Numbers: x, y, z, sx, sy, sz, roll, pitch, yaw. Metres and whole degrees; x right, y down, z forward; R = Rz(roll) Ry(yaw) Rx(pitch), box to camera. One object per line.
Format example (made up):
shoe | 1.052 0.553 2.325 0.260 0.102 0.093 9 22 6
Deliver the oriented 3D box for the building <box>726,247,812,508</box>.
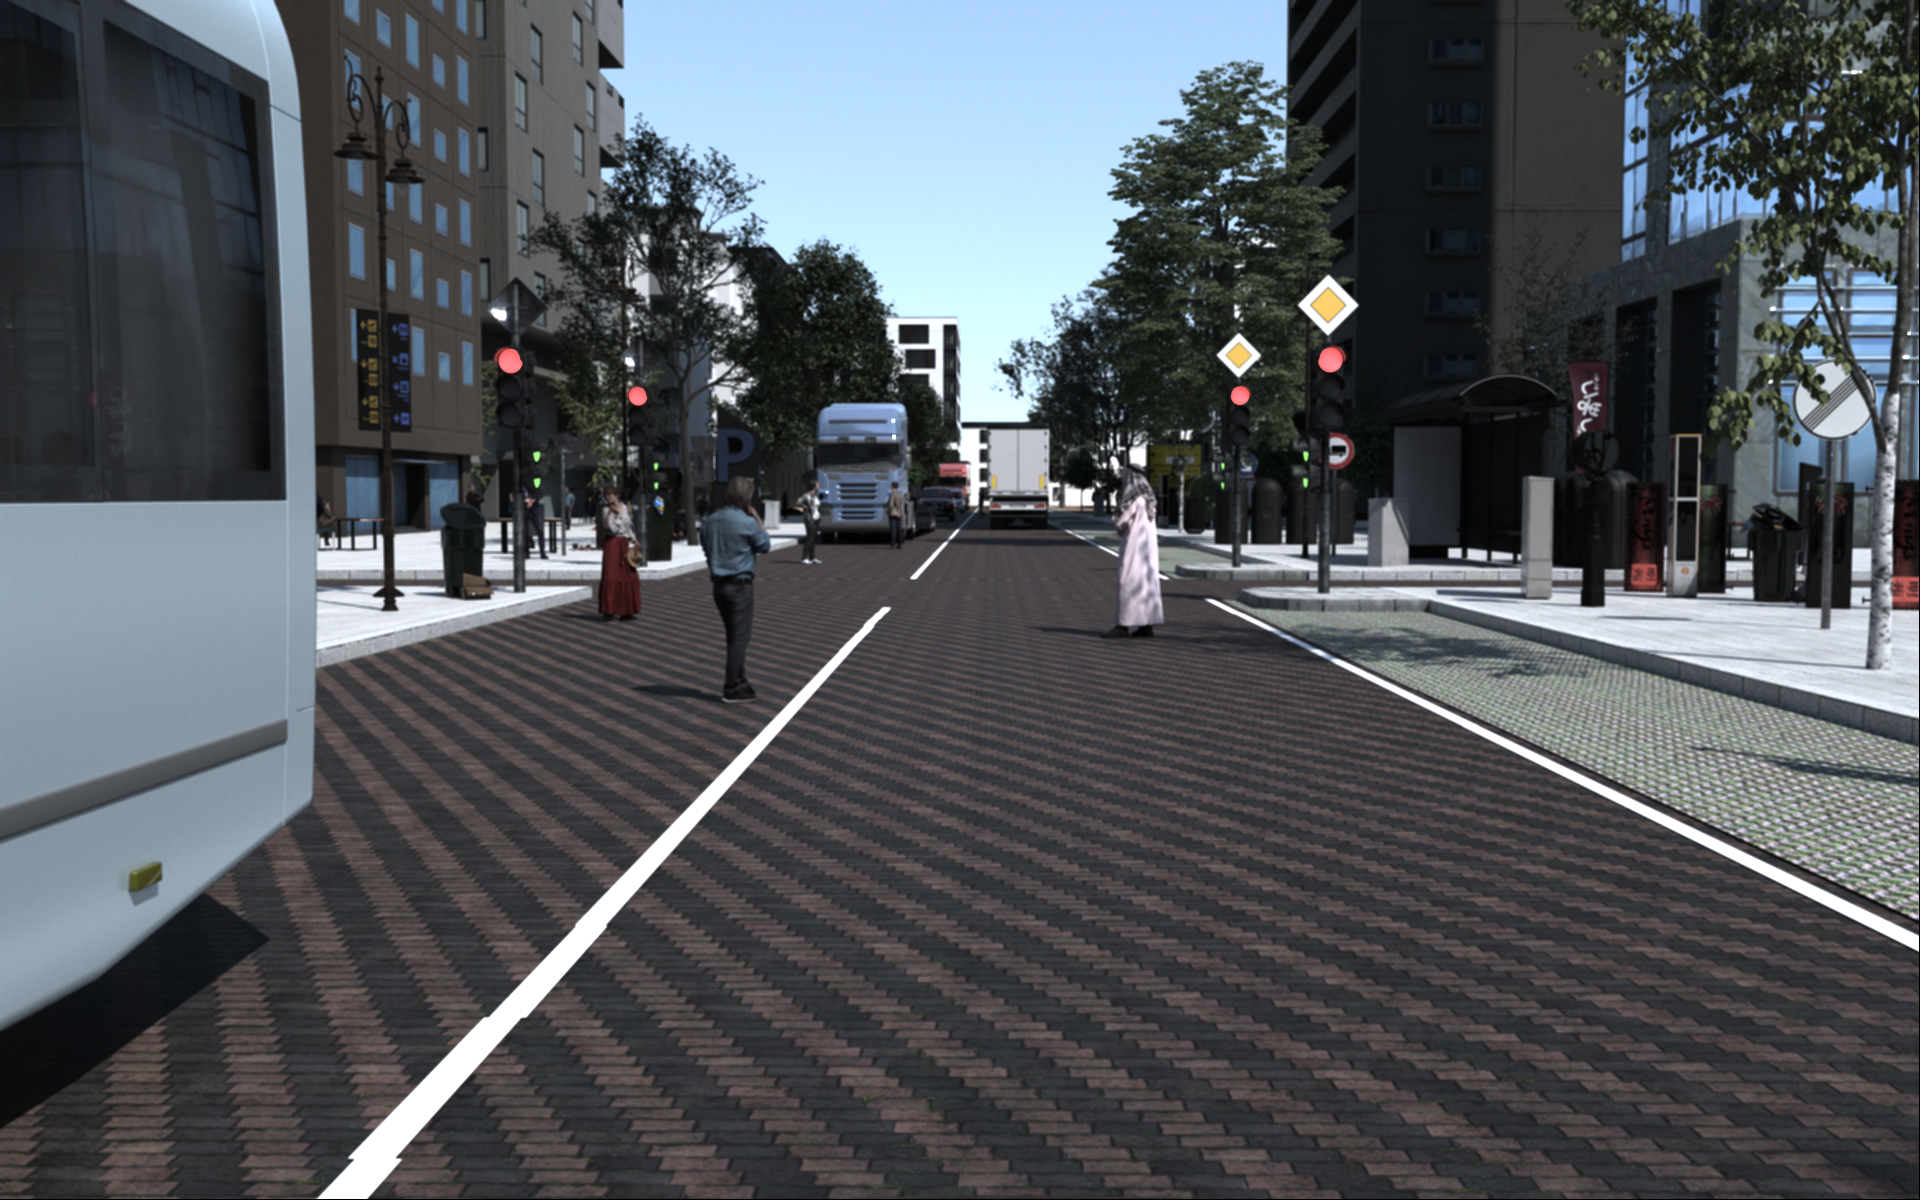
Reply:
building | -31.491 -19.179 157.559 32.646 21.610 27.936 0 4 1

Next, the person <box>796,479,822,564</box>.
person | -3.071 -1.617 35.654 0.376 1.734 0.841 1 4 23

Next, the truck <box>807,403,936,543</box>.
truck | -2.507 -4.125 57.205 2.967 4.110 18.799 0 4 2

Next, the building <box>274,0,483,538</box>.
building | -24.708 -24.828 56.050 14.600 45.320 14.200 0 4 1

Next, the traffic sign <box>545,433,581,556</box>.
traffic sign | -8.240 -2.193 35.954 0.768 2.556 0.104 0 4 6

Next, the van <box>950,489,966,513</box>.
van | -0.505 -7.560 130.619 2.013 2.044 4.112 0 4 3

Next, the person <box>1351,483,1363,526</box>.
person | 15.532 -3.786 68.666 0.841 1.734 0.376 2 4 34

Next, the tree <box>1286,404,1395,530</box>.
tree | 14.940 -4.815 62.444 4.285 4.588 4.351 0 3 0

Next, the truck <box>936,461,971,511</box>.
truck | -0.445 -9.770 148.658 2.839 4.237 11.283 0 4 2

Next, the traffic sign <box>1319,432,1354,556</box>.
traffic sign | 7.697 -2.171 35.601 0.768 2.556 0.104 0 4 5

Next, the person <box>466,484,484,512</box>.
person | -12.312 -2.182 43.994 0.388 1.546 0.482 1 4 14

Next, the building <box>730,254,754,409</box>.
building | -23.678 -16.319 123.229 16.016 20.091 11.380 0 4 1

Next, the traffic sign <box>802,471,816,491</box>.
traffic sign | -8.301 -5.817 95.208 0.768 2.556 0.104 1 4 8

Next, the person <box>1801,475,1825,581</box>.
person | 13.947 -1.154 28.038 0.621 1.740 0.551 0 4 -1

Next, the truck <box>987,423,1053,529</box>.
truck | 2.563 -5.196 73.864 2.839 4.237 11.283 0 4 3

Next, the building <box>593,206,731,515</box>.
building | -23.877 -15.621 111.822 16.016 20.091 11.380 0 4 1

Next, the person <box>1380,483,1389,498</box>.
person | 9.874 -1.915 39.722 0.453 1.535 0.546 1 4 17

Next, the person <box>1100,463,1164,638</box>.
person | 1.739 -0.501 17.354 0.621 1.740 0.551 1 4 12

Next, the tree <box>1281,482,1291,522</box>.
tree | 15.113 -5.230 80.109 1.663 3.219 1.824 0 3 0

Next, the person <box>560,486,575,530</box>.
person | -14.031 -3.286 61.979 0.499 1.552 0.429 2 4 34

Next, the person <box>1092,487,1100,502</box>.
person | 8.075 -5.879 102.987 0.431 1.722 0.655 -1 4 -10

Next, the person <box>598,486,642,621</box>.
person | -3.853 -0.524 19.529 0.387 1.526 0.523 3 4 39

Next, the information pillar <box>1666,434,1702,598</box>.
information pillar | 8.934 -1.033 21.388 0.304 2.012 0.304 0 4 8

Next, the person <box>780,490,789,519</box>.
person | -9.064 -4.947 89.617 0.574 1.496 0.600 -3 5 -40

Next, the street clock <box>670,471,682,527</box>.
street clock | -8.724 -2.979 53.278 0.358 2.002 0.471 1 4 12

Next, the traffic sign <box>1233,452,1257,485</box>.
traffic sign | 8.499 -3.163 51.813 0.768 2.556 0.104 1 4 8

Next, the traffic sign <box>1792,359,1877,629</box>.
traffic sign | 8.237 -0.997 16.405 0.768 2.556 0.104 0 4 5

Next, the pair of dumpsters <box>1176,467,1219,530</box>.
pair of dumpsters | 8.984 -3.747 63.762 1.574 2.255 4.437 0 4 1

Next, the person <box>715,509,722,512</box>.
person | -6.770 -2.198 49.909 0.347 0.859 0.695 3 5 43

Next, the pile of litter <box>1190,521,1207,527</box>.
pile of litter | 9.236 -3.271 67.449 1.176 0.858 1.719 3 4 38

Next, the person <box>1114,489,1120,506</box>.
person | 13.067 -8.426 144.524 0.721 1.735 1.217 -1 4 -13

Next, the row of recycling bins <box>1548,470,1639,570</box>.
row of recycling bins | 11.213 -1.462 31.016 1.069 1.692 3.534 0 4 2

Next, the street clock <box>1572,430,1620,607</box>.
street clock | 7.221 -0.926 19.709 0.471 2.002 0.358 -1 4 -15

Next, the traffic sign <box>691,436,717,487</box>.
traffic sign | -8.340 -4.107 61.029 2.265 3.308 0.079 0 4 2

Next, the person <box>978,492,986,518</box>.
person | 1.313 -5.711 104.085 0.471 1.553 0.569 1 4 21

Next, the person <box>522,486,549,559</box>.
person | -8.447 -1.687 34.074 0.683 1.767 0.568 -1 4 -10

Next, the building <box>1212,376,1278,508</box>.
building | 24.222 -11.106 123.723 9.099 9.664 28.070 0 4 1

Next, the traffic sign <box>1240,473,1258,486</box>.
traffic sign | 10.811 -4.008 65.540 0.884 2.594 0.081 0 4 8

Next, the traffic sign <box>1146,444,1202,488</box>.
traffic sign | 8.705 -4.688 70.525 2.265 3.308 0.079 0 4 2

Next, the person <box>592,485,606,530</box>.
person | -12.809 -3.281 61.549 0.647 1.594 0.662 1 4 15

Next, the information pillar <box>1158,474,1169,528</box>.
information pillar | 7.604 -3.686 64.760 0.304 2.012 0.304 -1 4 -20

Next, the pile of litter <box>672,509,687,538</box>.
pile of litter | -8.421 -2.244 50.662 1.176 0.858 1.719 0 4 8

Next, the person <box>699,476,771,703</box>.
person | -1.543 -0.072 11.891 0.429 1.552 0.499 -2 4 -24

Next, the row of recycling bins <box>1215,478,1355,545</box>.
row of recycling bins | 8.302 -2.271 44.242 3.534 1.692 1.069 0 4 -2

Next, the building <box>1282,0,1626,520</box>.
building | 30.093 -28.735 93.514 21.300 48.544 21.600 0 4 1

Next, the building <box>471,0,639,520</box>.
building | -32.057 -30.307 84.754 28.713 52.752 27.495 0 4 1

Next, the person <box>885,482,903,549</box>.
person | -1.816 -2.225 45.401 0.617 1.759 0.750 -3 5 -43

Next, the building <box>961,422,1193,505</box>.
building | 14.247 -16.119 205.694 28.070 9.664 9.099 0 4 1

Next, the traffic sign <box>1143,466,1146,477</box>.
traffic sign | 8.427 -4.785 78.345 0.768 2.556 0.104 1 4 10

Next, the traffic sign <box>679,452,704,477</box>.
traffic sign | -8.193 -3.223 52.802 0.768 2.556 0.104 1 4 9

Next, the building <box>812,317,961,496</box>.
building | -16.390 -22.626 213.912 32.646 21.610 27.936 0 4 1

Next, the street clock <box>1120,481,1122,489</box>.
street clock | 9.218 -5.724 98.160 0.358 2.002 0.471 1 4 11

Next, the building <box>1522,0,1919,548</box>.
building | 33.940 -45.044 49.139 31.000 86.520 22.319 0 4 1

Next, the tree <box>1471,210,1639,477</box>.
tree | 15.254 -5.769 44.680 4.360 8.622 3.978 0 3 0

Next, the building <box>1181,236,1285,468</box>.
building | 34.385 -18.930 153.480 27.936 21.610 32.646 0 4 1

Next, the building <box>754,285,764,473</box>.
building | -23.777 -17.017 134.652 16.016 20.091 11.380 0 4 1

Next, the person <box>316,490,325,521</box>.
person | -7.799 -0.826 20.254 0.504 1.737 0.576 1 4 16

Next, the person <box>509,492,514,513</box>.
person | -14.376 -2.976 56.411 0.593 1.614 0.444 -1 4 -16

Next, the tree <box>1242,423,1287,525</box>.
tree | 13.340 -5.413 72.220 4.285 4.588 4.351 0 3 0

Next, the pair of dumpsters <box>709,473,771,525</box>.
pair of dumpsters | -8.152 -3.794 64.526 1.574 2.255 4.437 0 4 1
